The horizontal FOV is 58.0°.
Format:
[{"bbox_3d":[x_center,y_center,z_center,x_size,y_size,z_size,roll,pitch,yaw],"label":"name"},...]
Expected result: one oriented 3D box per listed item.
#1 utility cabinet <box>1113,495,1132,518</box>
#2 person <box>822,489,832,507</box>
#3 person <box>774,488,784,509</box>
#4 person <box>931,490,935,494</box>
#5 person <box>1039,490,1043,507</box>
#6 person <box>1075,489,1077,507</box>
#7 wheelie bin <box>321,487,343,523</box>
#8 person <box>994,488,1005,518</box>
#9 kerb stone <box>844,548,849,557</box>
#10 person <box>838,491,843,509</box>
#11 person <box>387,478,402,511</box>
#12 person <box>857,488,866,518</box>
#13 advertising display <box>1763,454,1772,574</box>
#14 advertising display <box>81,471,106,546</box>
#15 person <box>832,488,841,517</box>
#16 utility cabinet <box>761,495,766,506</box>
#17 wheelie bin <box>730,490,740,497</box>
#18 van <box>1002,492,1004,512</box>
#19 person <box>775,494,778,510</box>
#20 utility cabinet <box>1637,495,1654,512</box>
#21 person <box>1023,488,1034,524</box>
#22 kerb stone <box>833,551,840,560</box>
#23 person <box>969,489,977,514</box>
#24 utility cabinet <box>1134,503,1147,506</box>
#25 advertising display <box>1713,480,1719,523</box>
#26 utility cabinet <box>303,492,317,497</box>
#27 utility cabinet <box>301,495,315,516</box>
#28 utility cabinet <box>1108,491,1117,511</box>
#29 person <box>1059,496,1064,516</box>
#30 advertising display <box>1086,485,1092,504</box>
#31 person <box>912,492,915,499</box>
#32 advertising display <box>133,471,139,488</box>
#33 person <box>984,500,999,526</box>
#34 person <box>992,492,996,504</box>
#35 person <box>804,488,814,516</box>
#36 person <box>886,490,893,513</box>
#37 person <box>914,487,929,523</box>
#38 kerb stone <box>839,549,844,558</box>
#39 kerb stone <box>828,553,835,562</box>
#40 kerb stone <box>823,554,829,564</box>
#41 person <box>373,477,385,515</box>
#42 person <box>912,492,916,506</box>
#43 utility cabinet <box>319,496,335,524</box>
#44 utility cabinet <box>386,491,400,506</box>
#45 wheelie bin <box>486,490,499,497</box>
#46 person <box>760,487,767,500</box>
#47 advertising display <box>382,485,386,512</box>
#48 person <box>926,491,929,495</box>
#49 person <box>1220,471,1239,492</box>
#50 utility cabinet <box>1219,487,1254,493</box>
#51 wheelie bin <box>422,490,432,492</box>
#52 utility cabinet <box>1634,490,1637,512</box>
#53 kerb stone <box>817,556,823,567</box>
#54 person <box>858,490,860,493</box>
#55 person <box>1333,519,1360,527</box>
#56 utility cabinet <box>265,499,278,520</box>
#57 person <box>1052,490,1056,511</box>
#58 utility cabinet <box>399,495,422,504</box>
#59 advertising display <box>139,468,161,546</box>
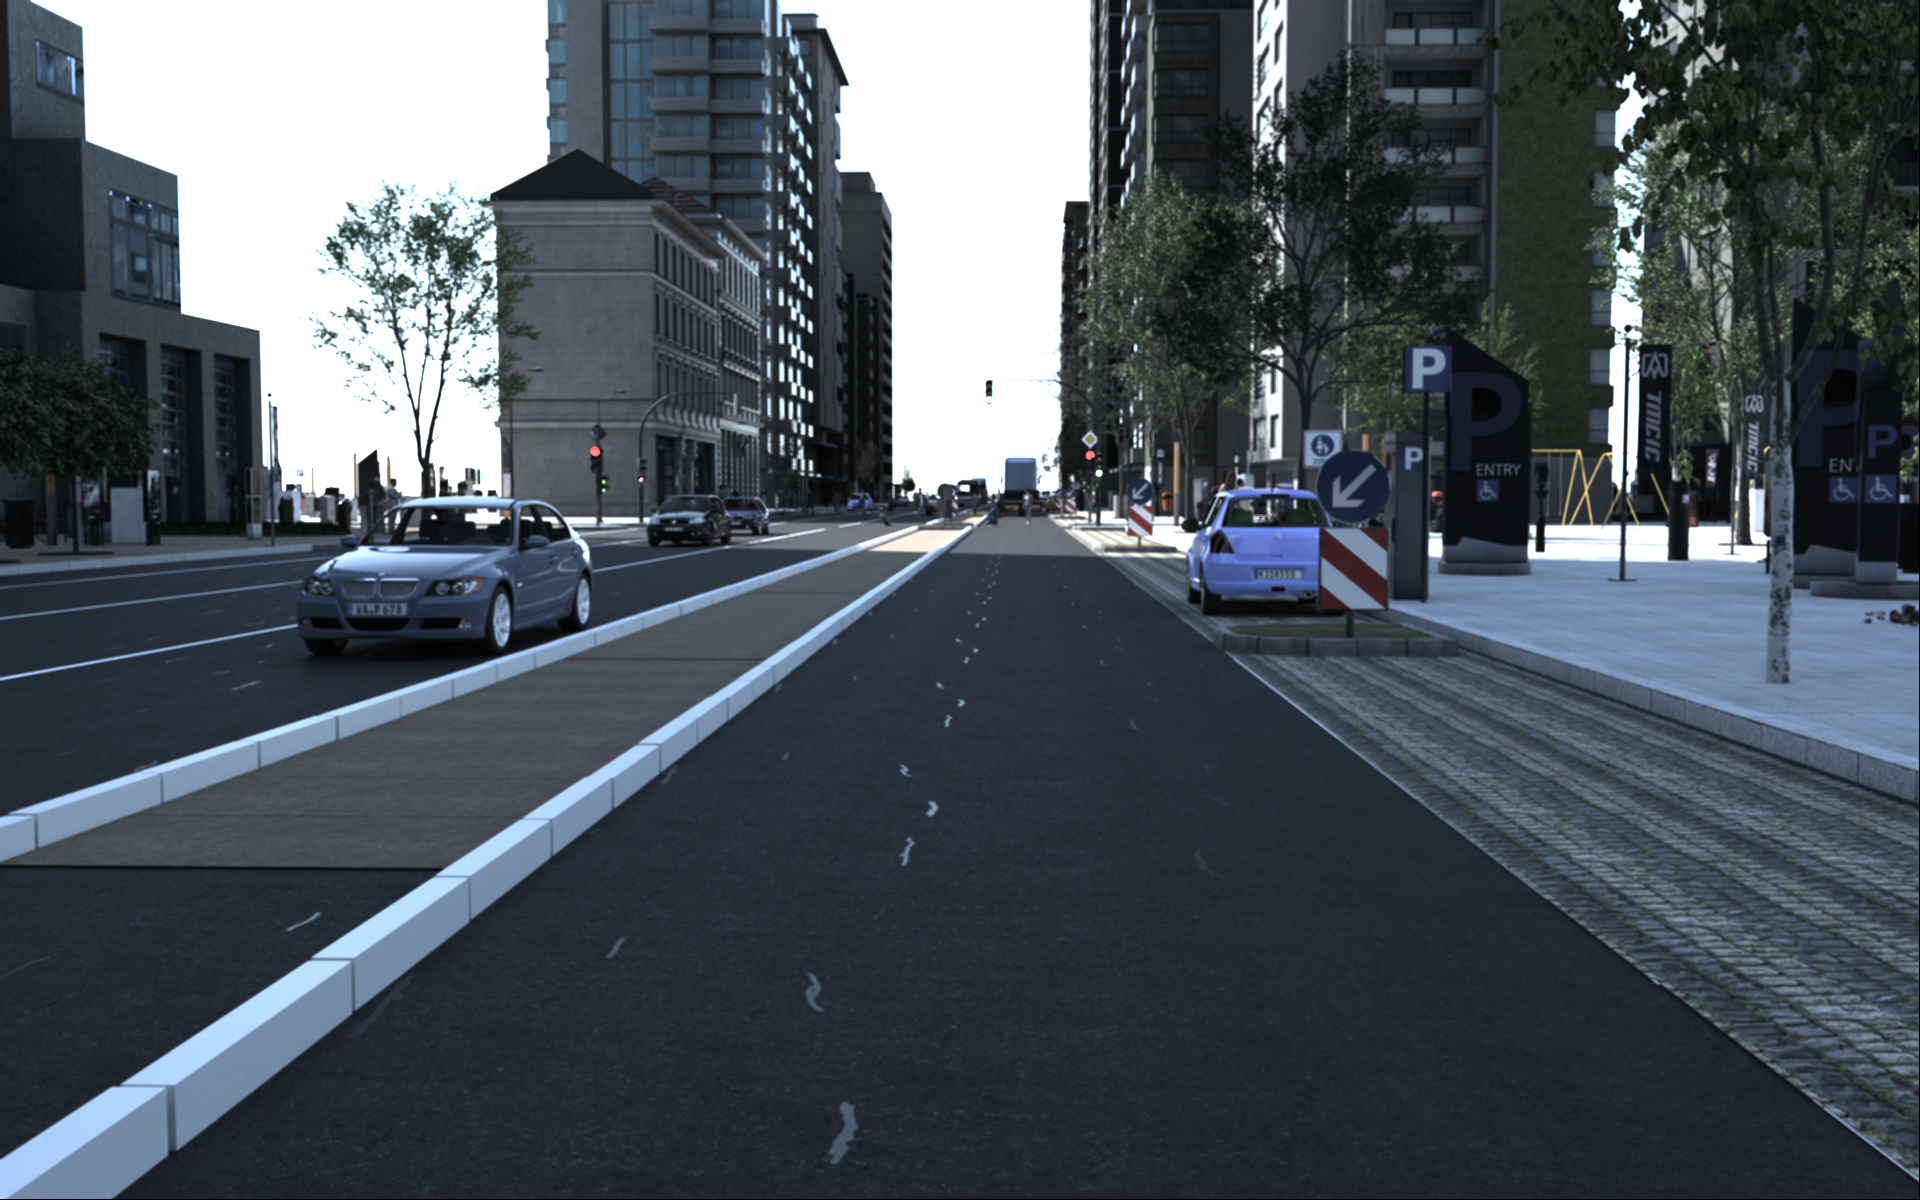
[{"bbox_3d":[8.519,-4.877,90.893,1.020,1.237,0.306,-2,4,-33],"label":"utility cabinet"},{"bbox_3d":[-13.317,-10.175,172.545,1.348,1.807,0.705,3,5,44],"label":"person"},{"bbox_3d":[-15.496,-8.711,148.436,0.822,1.834,0.622,0,4,-2],"label":"person"},{"bbox_3d":[-2.164,-8.118,141.576,0.444,1.785,0.601,3,4,37],"label":"person"},{"bbox_3d":[6.593,-8.335,145.255,0.515,1.767,0.782,-1,4,-22],"label":"person"},{"bbox_3d":[10.283,-9.014,153.501,0.705,1.814,1.350,0,4,3],"label":"person"},{"bbox_3d":[-28.116,-4.261,77.581,0.980,1.594,0.693,0,4,-5],"label":"wheelie bin"},{"bbox_3d":[2.296,-5.675,101.677,0.661,1.777,0.834,1,4,15],"label":"person"},{"bbox_3d":[-2.685,-1.041,39.211,0.120,0.150,1.000,0,4,2],"label":"kerb stone"},{"bbox_3d":[-11.425,-9.465,163.967,1.217,1.743,0.721,-1,4,-20],"label":"person"},{"bbox_3d":[-18.012,-2.997,55.219,0.466,1.800,0.511,0,4,-4],"label":"person"},{"bbox_3d":[-5.852,-5.871,104.509,0.654,1.822,0.581,-3,4,-37],"label":"person"},{"bbox_3d":[13.417,-1.384,27.840,0.974,1.923,0.123,0,4,-6],"label":"advertising display"},{"bbox_3d":[-21.377,-2.294,42.721,0.974,1.923,0.123,3,4,38],"label":"advertising display"},{"bbox_3d":[-7.722,-6.049,107.754,0.721,1.781,0.623,-2,4,-29],"label":"person"},{"bbox_3d":[-14.320,-7.032,126.142,0.306,1.237,1.020,-1,4,-12],"label":"utility cabinet"},{"bbox_3d":[-15.214,-6.676,117.064,0.693,1.594,0.980,0,4,-7],"label":"wheelie bin"},{"bbox_3d":[4.250,-8.191,140.936,2.013,2.044,4.112,0,4,4],"label":"van"},{"bbox_3d":[-14.828,-7.932,140.010,0.394,1.301,0.425,-3,5,-40],"label":"person"},{"bbox_3d":[34.161,-4.600,86.374,1.020,1.237,0.306,-2,4,-35],"label":"utility cabinet"},{"bbox_3d":[3.285,-4.505,83.001,0.563,1.720,0.643,3,4,36],"label":"person"},{"bbox_3d":[-2.746,-0.916,37.167,0.120,0.150,1.000,0,4,2],"label":"kerb stone"},{"bbox_3d":[0.930,-6.859,121.220,0.524,1.755,0.480,-1,4,-16],"label":"person"},{"bbox_3d":[9.851,-5.111,94.724,0.306,1.237,1.020,-1,4,-22],"label":"utility cabinet"},{"bbox_3d":[33.990,-4.444,77.880,0.123,1.923,0.974,2,4,27],"label":"advertising display"},{"bbox_3d":[-56.138,-8.613,149.508,1.173,1.500,0.318,0,4,2],"label":"utility cabinet"},{"bbox_3d":[-38.402,-5.543,101.796,1.020,1.237,0.306,1,4,21],"label":"utility cabinet"},{"bbox_3d":[11.582,-7.497,131.254,0.318,1.500,1.173,2,4,25],"label":"utility cabinet"},{"bbox_3d":[6.237,-5.669,105.467,0.394,1.301,0.425,0,4,-5],"label":"person"},{"bbox_3d":[9.327,-7.323,124.944,0.123,1.923,0.974,-1,4,-19],"label":"advertising display"},{"bbox_3d":[-7.119,-15.598,264.322,0.445,1.727,0.742,-1,4,-14],"label":"person"},{"bbox_3d":[-23.218,-2.677,48.984,0.123,1.923,0.974,-1,4,-15],"label":"advertising display"},{"bbox_3d":[1.349,-3.837,76.737,0.738,1.151,1.012,0,4,5],"label":"person"},{"bbox_3d":[3.468,-10.024,173.858,0.593,1.643,0.415,0,4,-8],"label":"person"},{"bbox_3d":[-9.888,-6.433,113.457,0.755,1.850,0.659,2,4,25],"label":"person"},{"bbox_3d":[-5.335,-7.523,131.919,0.576,1.772,0.534,2,4,34],"label":"person"},{"bbox_3d":[-1.975,-4.759,86.651,0.623,1.781,0.721,-3,4,-37],"label":"person"},{"bbox_3d":[-2.716,-0.978,38.189,0.120,0.150,1.000,0,4,2],"label":"kerb stone"},{"bbox_3d":[-2.779,-0.853,36.145,0.120,0.150,1.000,0,4,2],"label":"kerb stone"},{"bbox_3d":[-2.817,-0.787,35.120,0.120,0.150,1.000,0,4,2],"label":"kerb stone"},{"bbox_3d":[-18.310,-2.950,54.465,0.537,1.800,0.526,2,4,25],"label":"person"},{"bbox_3d":[-5.596,-12.675,216.676,0.756,1.711,0.436,0,4,5],"label":"person"},{"bbox_3d":[-24.479,-3.419,67.059,0.306,1.237,1.020,0,4,-3],"label":"utility cabinet"},{"bbox_3d":[-45.256,-7.931,138.346,1.173,1.500,0.318,1,4,17],"label":"utility cabinet"},{"bbox_3d":[-32.567,-6.894,120.619,0.980,1.594,0.693,-1,4,-8],"label":"wheelie bin"},{"bbox_3d":[-16.255,-8.408,143.291,0.659,1.850,0.755,0,4,-6],"label":"person"},{"bbox_3d":[-41.557,-7.314,124.792,0.974,1.923,0.123,-1,4,-16],"label":"advertising display"},{"bbox_3d":[-4.081,-12.268,208.955,0.599,1.838,0.709,-1,4,-22],"label":"person"},{"bbox_3d":[6.305,-2.084,40.131,0.555,1.821,0.388,1,4,13],"label":"person"},{"bbox_3d":[9.245,-3.021,58.072,1.173,1.500,0.318,3,5,39],"label":"utility cabinet"},{"bbox_3d":[-36.446,-6.771,118.608,0.980,1.594,0.693,-1,4,-13],"label":"wheelie bin"},{"bbox_3d":[39.194,-5.522,98.963,1.173,1.500,0.318,2,4,31],"label":"utility cabinet"},{"bbox_3d":[-2.854,-0.725,34.090,0.120,0.150,1.000,0,4,2],"label":"kerb stone"},{"bbox_3d":[-11.998,-12.235,206.093,1.348,1.823,0.705,-2,4,-30],"label":"person"},{"bbox_3d":[8.175,-1.848,36.506,0.600,1.795,0.529,-2,4,-29],"label":"person"},{"bbox_3d":[-33.384,-4.572,83.434,1.173,1.500,0.318,0,4,7],"label":"utility cabinet"},{"bbox_3d":[8.004,-8.478,147.470,0.716,1.782,0.532,-1,4,-15],"label":"person"},{"bbox_3d":[-21.394,-3.448,67.543,0.306,1.237,1.020,2,4,25],"label":"utility cabinet"},{"bbox_3d":[-20.183,-2.328,43.272,0.123,1.923,0.974,0,4,-7],"label":"advertising display"}]
